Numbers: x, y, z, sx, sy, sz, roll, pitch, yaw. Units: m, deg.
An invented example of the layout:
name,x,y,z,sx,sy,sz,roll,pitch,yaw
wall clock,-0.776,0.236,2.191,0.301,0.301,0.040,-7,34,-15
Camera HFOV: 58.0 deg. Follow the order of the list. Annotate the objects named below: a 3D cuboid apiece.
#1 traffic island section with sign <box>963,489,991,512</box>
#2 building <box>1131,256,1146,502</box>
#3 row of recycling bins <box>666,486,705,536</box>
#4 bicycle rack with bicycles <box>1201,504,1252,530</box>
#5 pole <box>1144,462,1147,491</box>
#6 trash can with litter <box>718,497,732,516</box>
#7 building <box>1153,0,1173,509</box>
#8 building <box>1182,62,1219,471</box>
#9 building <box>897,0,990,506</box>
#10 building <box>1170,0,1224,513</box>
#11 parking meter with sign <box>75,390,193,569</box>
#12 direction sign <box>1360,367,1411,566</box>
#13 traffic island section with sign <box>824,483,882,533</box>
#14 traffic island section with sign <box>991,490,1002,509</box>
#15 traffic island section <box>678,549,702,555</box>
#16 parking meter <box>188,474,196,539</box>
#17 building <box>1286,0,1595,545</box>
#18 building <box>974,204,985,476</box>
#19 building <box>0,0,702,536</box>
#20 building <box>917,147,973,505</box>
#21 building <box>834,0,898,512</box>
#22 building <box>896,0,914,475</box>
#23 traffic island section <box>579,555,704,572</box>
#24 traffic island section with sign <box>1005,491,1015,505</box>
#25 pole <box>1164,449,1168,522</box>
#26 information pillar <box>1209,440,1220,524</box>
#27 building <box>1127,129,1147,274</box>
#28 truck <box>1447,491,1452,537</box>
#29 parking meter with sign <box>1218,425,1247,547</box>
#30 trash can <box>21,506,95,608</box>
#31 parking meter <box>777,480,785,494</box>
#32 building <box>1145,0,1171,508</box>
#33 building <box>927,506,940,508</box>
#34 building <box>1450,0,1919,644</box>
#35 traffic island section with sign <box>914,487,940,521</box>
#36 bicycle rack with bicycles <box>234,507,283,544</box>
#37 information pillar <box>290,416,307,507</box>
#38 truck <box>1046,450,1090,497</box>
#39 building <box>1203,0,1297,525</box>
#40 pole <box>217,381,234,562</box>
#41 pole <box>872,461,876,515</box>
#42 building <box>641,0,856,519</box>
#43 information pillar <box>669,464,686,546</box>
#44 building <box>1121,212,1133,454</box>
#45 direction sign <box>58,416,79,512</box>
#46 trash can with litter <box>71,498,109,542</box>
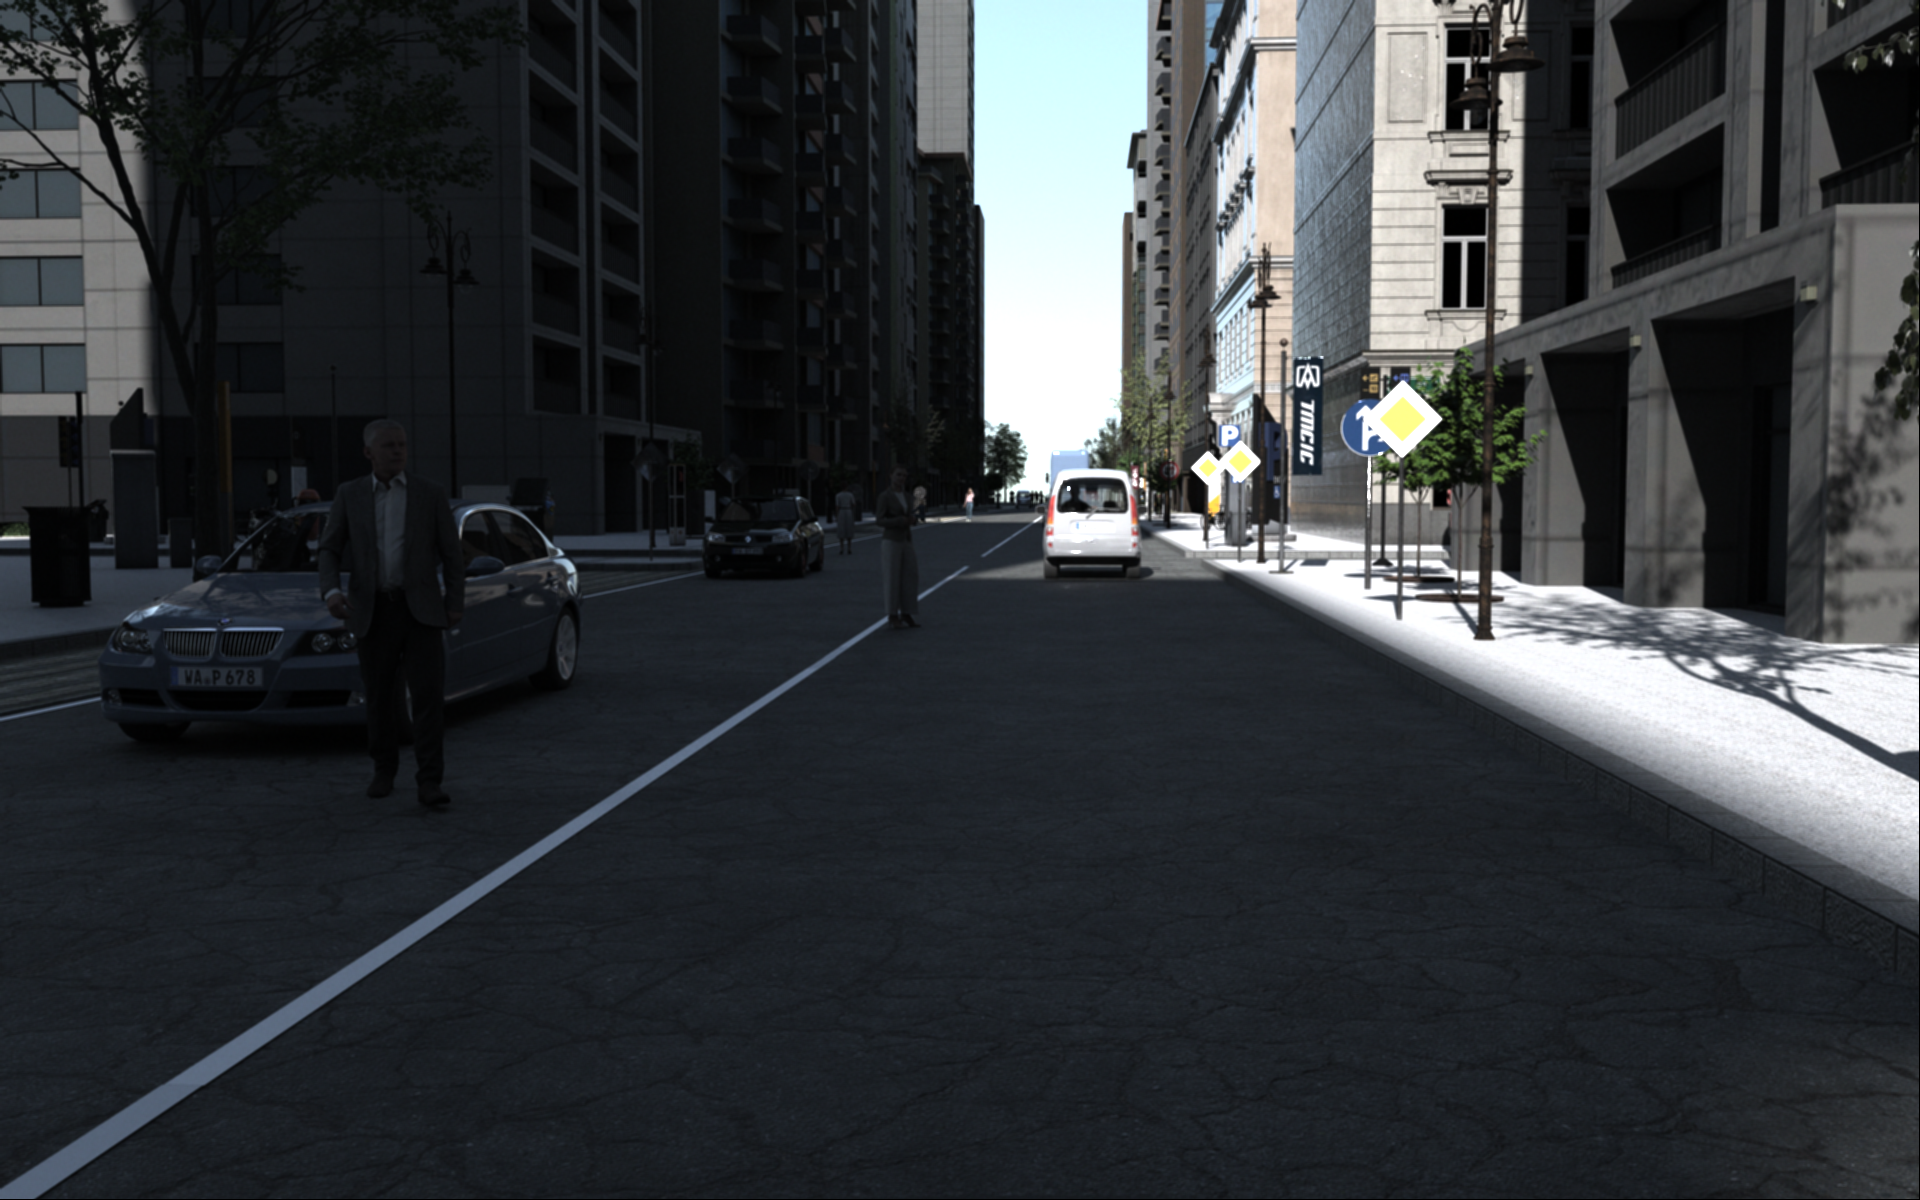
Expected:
name,x,y,z,sx,sy,sz,roll,pitch,yaw
traffic island section with sign,1.272,-8.077,140.693,1.989,1.847,2.006,0,4,4
building,28.430,-26.843,210.580,14.160,30.474,14.107,0,4,4
row of recycling bins,-8.723,-2.944,55.255,1.069,1.692,3.534,-1,4,-16
bicycle rack with bicycles,9.855,-2.945,61.534,2.925,0.926,2.852,-1,4,-22
pole,11.921,-7.198,111.536,0.158,3.312,0.155,0,3,0
trash can with litter,-8.859,-3.377,66.598,0.624,1.170,1.055,-3,4,-37
building,27.502,-29.953,144.359,22.147,44.769,28.867,0,4,4
building,21.055,-18.894,102.432,14.314,27.812,24.014,0,4,4
building,-6.247,-49.129,241.504,20.563,71.187,20.611,0,4,4
building,22.197,-28.907,122.732,14.600,45.320,14.200,0,4,4
parking meter with sign,-14.204,-2.052,29.812,1.738,3.016,0.543,-2,4,-29
direction sign,7.586,-2.385,30.986,0.876,3.537,0.379,0,4,4
traffic island section with sign,-3.904,-3.371,63.740,1.989,1.847,2.006,0,4,4
traffic island section with sign,3.097,-9.745,167.958,1.989,1.847,2.006,0,4,4
traffic island section,-5.417,-1.160,41.243,2.009,0.180,2.903,0,4,4
parking meter,-21.773,-2.663,49.252,0.255,1.863,0.399,-1,4,-21
building,32.134,-16.671,48.982,44.131,29.872,17.030,0,4,4
building,-3.555,-37.337,260.573,14.600,45.320,14.200,0,4,4
building,-20.602,-38.146,61.946,20.563,71.187,20.611,0,4,4
building,-9.817,-34.436,217.649,22.147,44.769,28.867,0,4,4
building,-12.136,-26.911,123.590,14.154,41.232,14.086,0,4,4
building,-18.215,-33.971,144.666,28.713,52.752,27.495,0,4,4
traffic island section,-5.953,-0.672,33.276,2.009,0.180,2.903,0,4,4
traffic island section with sign,6.758,-13.072,222.348,1.989,1.847,2.006,0,4,4
pole,9.349,-5.178,78.510,0.158,3.312,0.155,0,3,0
information pillar,10.860,-5.062,74.120,0.504,3.616,0.183,0,4,-1
building,38.215,-40.096,244.813,28.713,52.752,27.495,0,4,4
truck,15.587,-2.925,36.744,11.283,4.237,2.839,0,4,3
parking meter with sign,6.807,-2.856,42.954,0.543,3.016,1.738,0,4,-1
trash can,-10.266,-0.496,19.761,0.748,1.137,0.748,0,3,0
parking meter,-7.243,-3.917,69.755,0.399,1.863,0.255,0,4,-4
building,29.064,-38.556,172.386,21.231,58.520,28.212,0,4,4
building,-12.519,-44.620,167.783,20.563,71.187,20.611,0,4,4
building,17.870,-35.366,16.490,20.563,71.187,20.611,0,4,4
traffic island section with sign,-2.069,-5.038,90.991,1.989,1.847,2.006,0,4,4
bicycle rack with bicycles,-18.426,-1.987,45.866,2.925,0.926,2.852,-1,4,-20
information pillar,-20.038,-3.738,52.477,0.183,3.616,0.504,2,4,33
truck,6.514,-6.781,100.630,2.967,4.110,18.799,0,4,2
building,18.834,-17.973,79.760,13.634,28.700,20.117,0,4,4
pole,-13.284,-2.293,31.338,0.158,3.312,0.155,0,3,0
pole,-5.251,-6.842,105.712,0.158,3.312,0.155,0,3,0
building,-17.670,-26.995,95.987,22.147,44.769,28.867,0,4,4
information pillar,-6.999,-2.347,42.863,0.304,2.012,0.304,-3,5,-39
building,31.876,-37.690,266.342,14.600,45.320,14.200,0,4,4
direction sign,-26.057,-3.589,50.685,0.379,3.537,0.876,0,4,6
trash can with litter,-23.162,-2.116,45.980,1.055,1.170,0.624,1,4,15
